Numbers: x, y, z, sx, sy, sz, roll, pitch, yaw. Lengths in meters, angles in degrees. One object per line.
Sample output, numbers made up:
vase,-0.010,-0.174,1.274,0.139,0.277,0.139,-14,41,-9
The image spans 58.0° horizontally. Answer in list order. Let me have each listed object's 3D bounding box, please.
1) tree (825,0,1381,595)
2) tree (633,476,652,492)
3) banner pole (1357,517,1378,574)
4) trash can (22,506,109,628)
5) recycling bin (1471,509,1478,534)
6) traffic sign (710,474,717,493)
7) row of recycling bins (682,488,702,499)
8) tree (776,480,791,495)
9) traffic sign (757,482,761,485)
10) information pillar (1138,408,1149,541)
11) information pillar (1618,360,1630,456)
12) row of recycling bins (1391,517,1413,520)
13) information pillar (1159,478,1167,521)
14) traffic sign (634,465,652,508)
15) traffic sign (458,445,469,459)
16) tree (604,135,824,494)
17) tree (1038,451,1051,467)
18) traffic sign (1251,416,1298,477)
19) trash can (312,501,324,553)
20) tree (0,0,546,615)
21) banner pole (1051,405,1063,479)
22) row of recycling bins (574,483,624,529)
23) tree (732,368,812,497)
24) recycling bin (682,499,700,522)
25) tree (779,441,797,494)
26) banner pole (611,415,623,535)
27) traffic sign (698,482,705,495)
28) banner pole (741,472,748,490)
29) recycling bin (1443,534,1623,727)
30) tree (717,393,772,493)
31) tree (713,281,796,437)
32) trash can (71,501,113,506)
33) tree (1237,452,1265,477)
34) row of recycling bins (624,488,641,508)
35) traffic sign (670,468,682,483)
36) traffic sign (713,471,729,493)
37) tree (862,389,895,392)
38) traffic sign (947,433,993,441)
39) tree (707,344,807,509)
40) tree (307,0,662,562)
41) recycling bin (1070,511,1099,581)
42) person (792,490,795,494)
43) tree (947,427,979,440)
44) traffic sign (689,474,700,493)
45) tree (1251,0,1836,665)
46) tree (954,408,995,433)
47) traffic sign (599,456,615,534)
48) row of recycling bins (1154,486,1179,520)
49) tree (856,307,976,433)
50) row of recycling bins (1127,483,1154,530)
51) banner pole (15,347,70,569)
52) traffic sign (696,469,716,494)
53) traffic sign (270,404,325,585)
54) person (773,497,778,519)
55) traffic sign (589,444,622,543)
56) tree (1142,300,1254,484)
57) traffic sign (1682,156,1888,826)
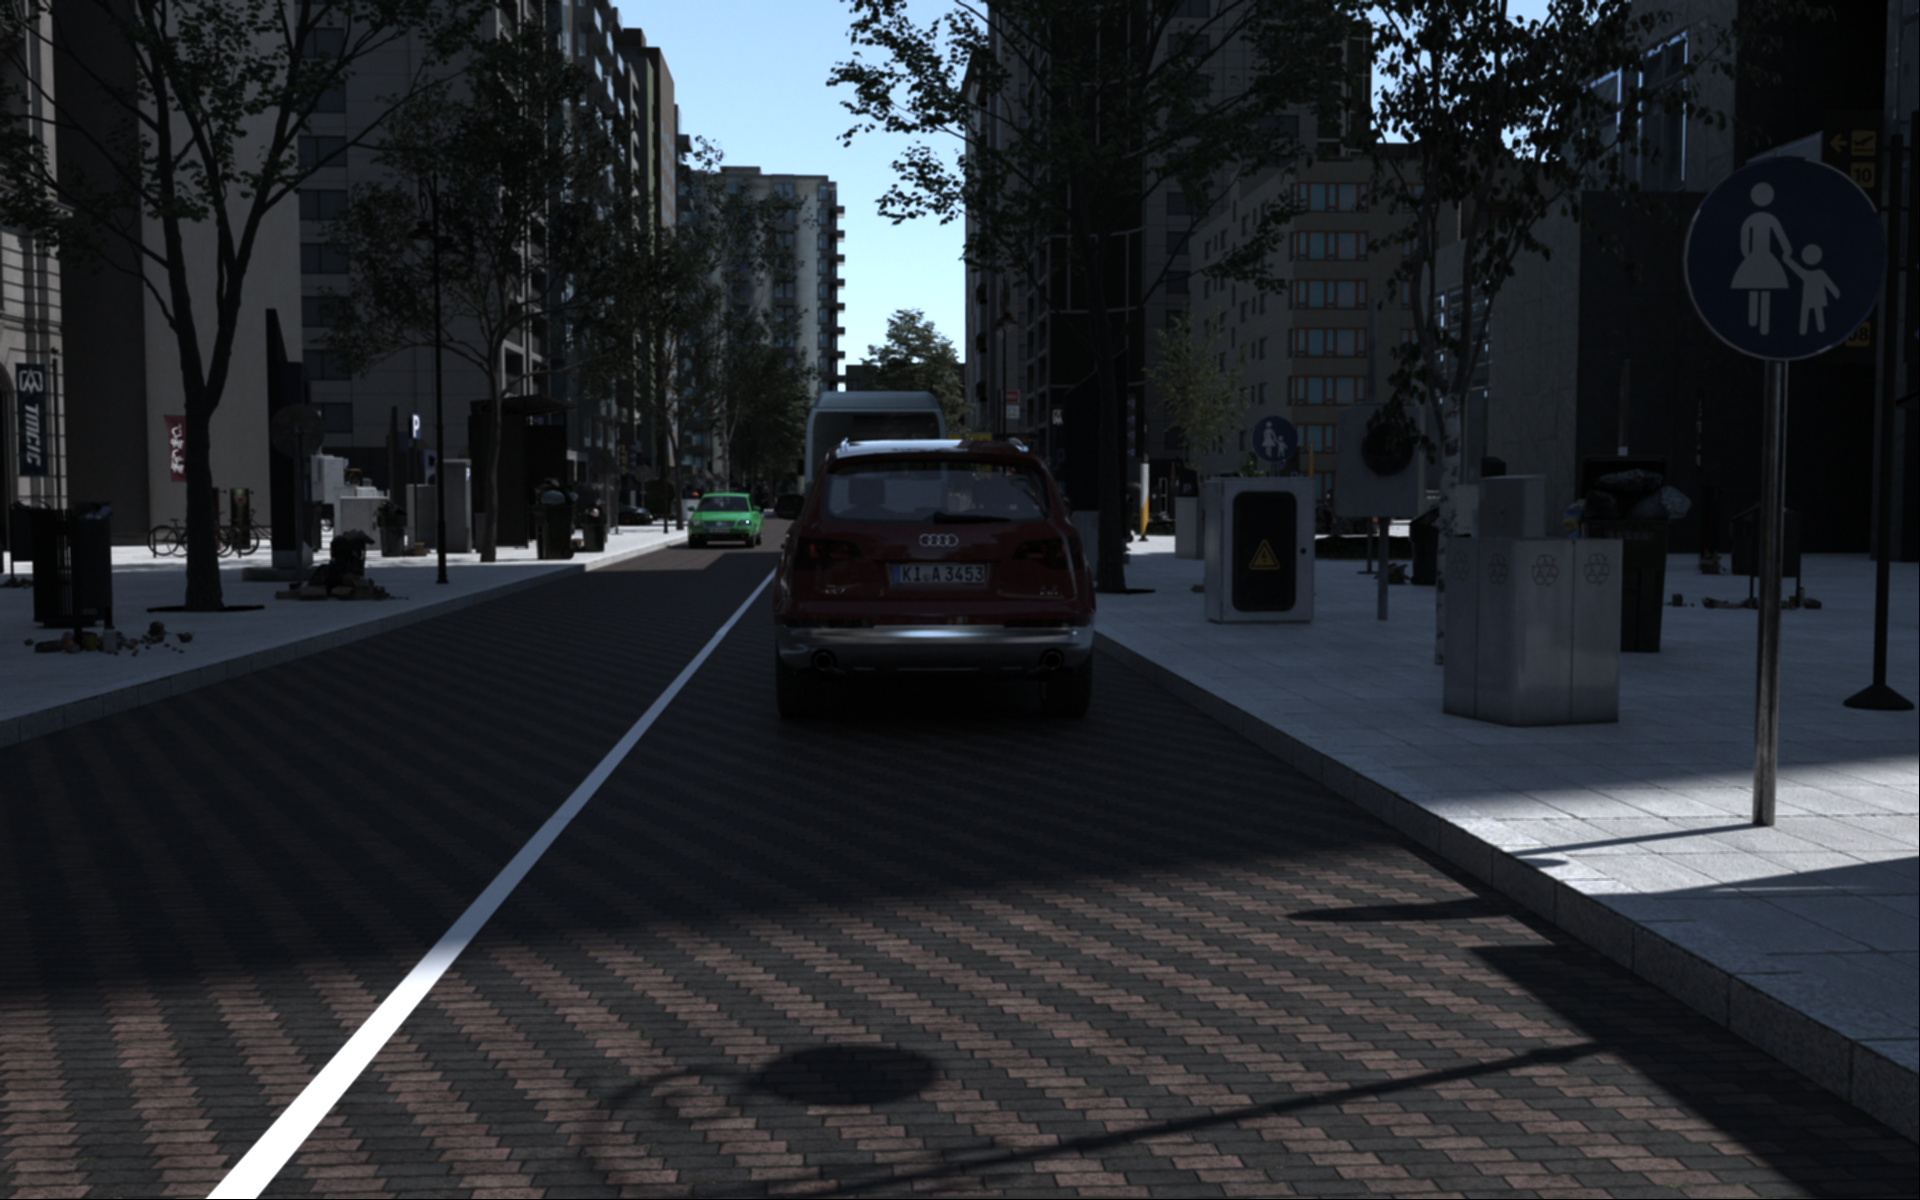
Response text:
tree,1.819,-5.905,22.300,9.928,11.665,9.643,0,3,0
tree,-23.981,-8.416,132.206,1.663,3.219,1.824,0,3,0
banner pole,6.682,-2.326,28.054,0.401,3.779,0.863,1,4,19
trash can,-8.615,-0.310,16.724,0.748,1.137,0.748,0,3,0
recycling bin,8.914,-0.976,28.504,0.722,1.027,0.722,-1,4,-21
traffic sign,-15.415,-6.642,108.694,0.768,2.556,0.104,0,4,3
row of recycling bins,-18.965,-7.075,122.786,1.069,1.692,3.534,1,4,13
tree,-20.356,-12.611,200.789,1.663,3.219,1.824,0,3,0
traffic sign,-16.280,-8.486,139.928,0.795,2.450,0.064,0,4,2
information pillar,5.027,-3.412,47.144,0.183,3.616,0.504,1,4,23
information pillar,11.662,-2.393,30.476,0.183,3.616,0.504,1,4,12
row of recycling bins,21.119,-4.741,84.628,3.534,1.692,1.069,-3,5,-40
information pillar,9.419,-4.650,80.512,0.304,2.012,0.304,-1,4,-9
traffic sign,-13.692,-4.567,74.778,0.768,2.556,0.104,0,4,6
traffic sign,-12.388,-2.687,44.038,0.768,2.556,0.104,0,4,3
tree,-14.027,-14.594,94.499,12.611,20.169,13.585,0,3,0
tree,3.605,-5.145,78.724,1.663,3.219,1.824,0,3,0
traffic sign,5.110,-1.720,28.227,0.768,2.556,0.104,0,4,1
trash can,-14.324,-1.610,37.976,0.748,1.137,0.748,0,3,0
tree,-8.244,-5.693,18.838,9.928,11.665,9.643,0,3,0
banner pole,2.560,-3.238,42.966,0.863,3.779,0.401,-3,4,-38
row of recycling bins,-13.570,-3.512,64.531,1.069,1.692,3.534,0,4,2
tree,-18.381,-16.125,170.299,9.857,13.997,8.962,0,3,0
recycling bin,-12.698,-4.202,81.257,0.722,1.027,0.722,-3,5,-42
tree,-18.594,-14.266,183.618,4.737,8.622,4.395,0,3,0
banner pole,-10.834,-3.962,54.788,0.401,3.779,0.863,-1,4,-22
traffic sign,-15.830,-6.544,107.100,0.768,2.556,0.104,0,4,-1
banner pole,-17.356,-9.166,139.887,0.863,3.779,0.401,-3,5,-43
recycling bin,3.270,0.161,9.926,0.722,1.027,0.722,-1,4,-19
tree,-14.966,-10.500,122.036,4.360,8.622,3.978,0,3,0
tree,-9.957,-7.788,61.754,8.767,10.594,7.601,0,4,-1
trash can,-17.374,-1.409,34.691,0.748,1.137,0.748,0,3,0
tree,13.021,-5.159,78.944,1.663,3.219,1.824,0,3,0
row of recycling bins,-22.426,-6.749,117.456,1.069,1.692,3.534,-1,4,-22
traffic sign,-14.334,-5.292,86.525,0.884,2.594,0.081,0,4,-3
traffic sign,-10.512,-4.422,75.945,0.795,2.450,0.064,0,4,-4
tree,-5.846,-12.654,141.301,8.767,10.594,7.601,0,4,3
traffic sign,-0.038,-3.888,57.443,2.265,3.308,0.079,0,4,5
tree,-15.293,-13.002,130.709,7.486,12.596,7.792,0,3,0
tree,-8.544,-5.988,32.318,7.601,10.594,8.767,-1,4,-9
recycling bin,1.670,-0.808,25.771,0.722,1.027,0.722,-2,4,-29
person,-14.318,-8.614,149.738,0.661,1.777,0.834,3,5,45
tree,0.204,-3.381,49.886,1.663,3.219,1.824,0,3,0
traffic sign,-17.022,-6.807,111.395,0.768,2.556,0.104,0,4,2
tree,3.876,-3.824,12.891,4.360,8.622,3.978,0,3,0
tree,1.281,-11.902,144.965,4.360,8.622,3.978,0,3,0
traffic sign,-11.377,-3.419,56.004,0.768,2.556,0.104,0,4,-4
row of recycling bins,10.558,-4.933,87.770,3.534,1.692,1.069,1,4,10
tree,-2.743,-11.471,105.680,7.486,12.596,7.792,0,3,0
row of recycling bins,5.130,-3.333,61.609,3.534,1.692,1.069,-3,4,-36
banner pole,-15.547,-2.408,29.383,0.401,3.779,0.863,3,5,43
traffic sign,-9.971,-3.935,67.978,0.795,2.450,0.064,0,4,-4
traffic sign,-9.345,-1.489,24.449,0.768,2.556,0.104,0,4,-2
person,-10.592,-5.303,99.877,0.362,1.253,0.373,-1,4,-13
traffic sign,-9.279,-2.772,45.334,0.884,2.594,0.081,0,4,1
tree,9.065,-7.108,66.578,4.737,8.622,4.395,0,3,0
traffic sign,3.121,-0.400,6.648,0.768,2.556,0.104,0,4,1
